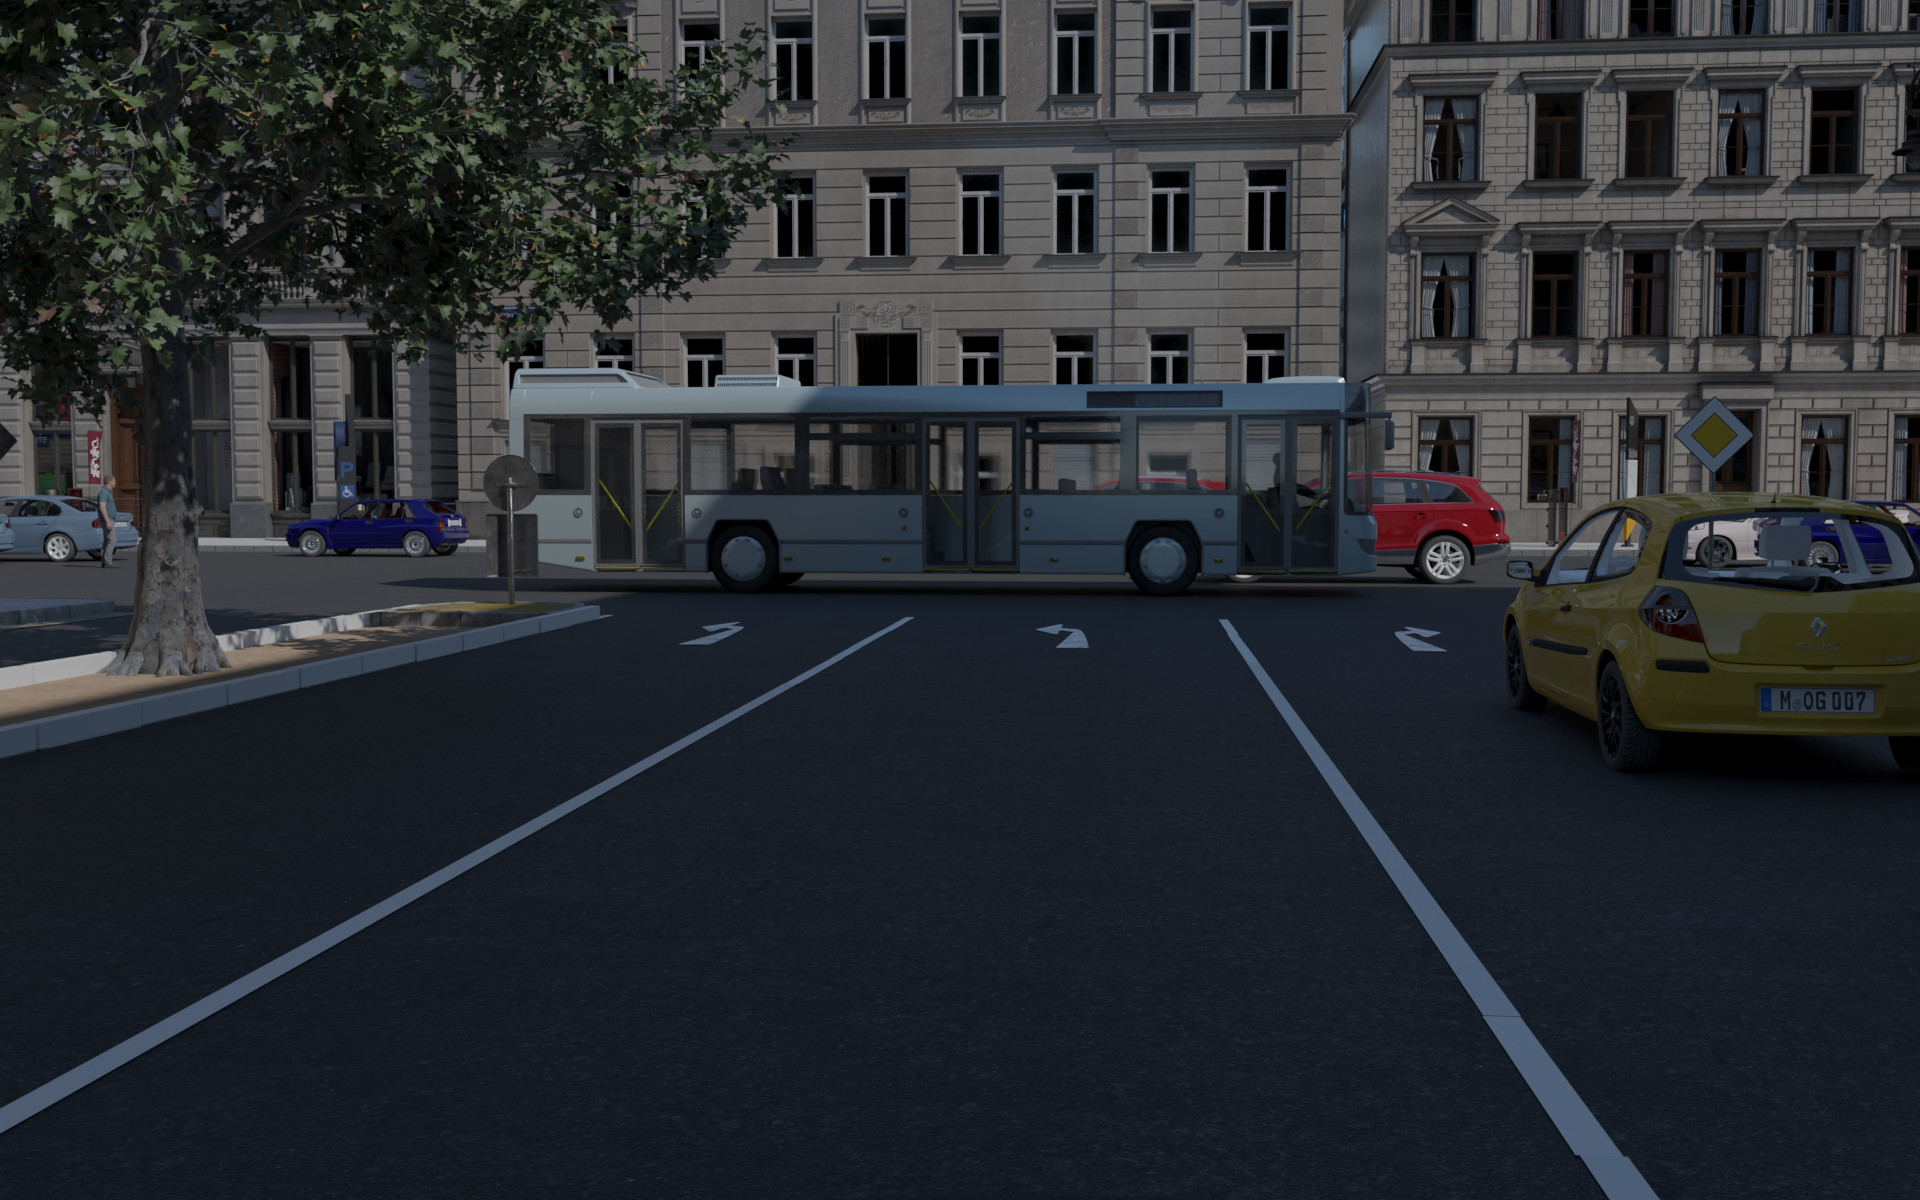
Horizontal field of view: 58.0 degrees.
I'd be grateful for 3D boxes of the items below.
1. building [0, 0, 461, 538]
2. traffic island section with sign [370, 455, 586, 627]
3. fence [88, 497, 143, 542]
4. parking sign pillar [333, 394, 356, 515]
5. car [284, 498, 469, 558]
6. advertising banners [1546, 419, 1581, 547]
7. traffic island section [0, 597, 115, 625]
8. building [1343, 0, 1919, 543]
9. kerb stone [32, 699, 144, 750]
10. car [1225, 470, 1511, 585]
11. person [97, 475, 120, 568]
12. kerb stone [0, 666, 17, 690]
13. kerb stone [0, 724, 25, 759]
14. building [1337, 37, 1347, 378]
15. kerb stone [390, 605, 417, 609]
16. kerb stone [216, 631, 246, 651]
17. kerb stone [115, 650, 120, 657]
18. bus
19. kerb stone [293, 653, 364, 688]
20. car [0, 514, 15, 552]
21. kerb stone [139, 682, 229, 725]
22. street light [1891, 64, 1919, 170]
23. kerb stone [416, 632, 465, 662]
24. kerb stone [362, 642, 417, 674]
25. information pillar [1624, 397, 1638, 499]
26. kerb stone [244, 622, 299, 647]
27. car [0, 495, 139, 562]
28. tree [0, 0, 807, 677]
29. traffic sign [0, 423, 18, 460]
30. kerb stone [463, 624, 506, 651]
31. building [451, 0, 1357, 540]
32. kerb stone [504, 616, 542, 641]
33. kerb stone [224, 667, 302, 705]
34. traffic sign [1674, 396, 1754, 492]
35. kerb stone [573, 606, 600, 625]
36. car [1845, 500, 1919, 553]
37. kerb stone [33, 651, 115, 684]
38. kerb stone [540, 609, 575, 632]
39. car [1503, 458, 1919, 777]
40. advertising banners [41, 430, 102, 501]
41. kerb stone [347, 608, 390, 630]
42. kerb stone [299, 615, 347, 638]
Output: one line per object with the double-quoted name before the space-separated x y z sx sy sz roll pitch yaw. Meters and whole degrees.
"building" -23.815 -13.808 54.634 19.941 23.489 11.050 0 4 6
"traffic island section with sign" -5.273 -0.695 19.508 2.006 1.907 1.989 0 4 6
"fence" -22.685 -2.106 45.637 2.264 1.192 0.480 -2 4 -35
"parking sign pillar" -16.348 -3.522 46.065 1.447 3.967 1.447 -1 4 -23
"car" -13.475 -1.681 40.060 3.894 1.354 1.945 0 4 7
"advertising banners" 14.502 -2.778 41.611 0.090 3.025 2.074 0 4 -1
"traffic island section" -11.163 0.148 19.861 2.009 0.180 2.903 0 4 6
"building" 20.620 -11.294 49.282 19.286 19.102 10.561 0 4 6
"kerb stone" -5.158 0.734 10.188 0.120 0.150 1.000 0 4 6
"car" 6.278 -1.211 28.472 5.304 1.827 2.281 0 4 6
"person" -16.479 -1.525 33.569 0.434 1.807 0.598 -1 4 -11
"kerb stone" -7.038 0.597 12.449 0.120 0.150 1.000 0 4 6
"kerb stone" -5.262 0.797 9.163 0.120 0.150 1.000 0 4 6
"building" 39.032 -51.423 153.441 22.319 86.520 31.000 0 4 6
"kerb stone" -6.327 0.159 19.625 0.120 0.150 1.000 0 4 6
"kerb stone" -6.731 0.415 15.516 0.120 0.150 1.000 0 4 6
"kerb stone" -6.840 0.471 14.497 0.120 0.150 1.000 0 4 6
"bus" 0.180 -1.880 25.592 13.247 3.499 2.948 0 4 7
"kerb stone" -4.860 0.547 13.257 0.120 0.150 1.000 0 4 6
"car" -21.733 -1.427 35.332 4.499 1.417 2.014 0 4 6
"kerb stone" -5.066 0.674 11.209 0.120 0.150 1.000 0 4 6
"street light" 9.806 -2.721 17.283 0.468 5.910 1.993 0 4 6
"kerb stone" -4.647 0.423 15.295 0.120 0.150 1.000 0 4 6
"kerb stone" -4.758 0.484 14.276 0.120 0.150 1.000 0 4 6
"information pillar" 16.295 -3.102 42.076 0.504 3.616 0.183 -3 5 -43
"kerb stone" -6.637 0.345 16.556 0.120 0.150 1.000 0 4 6
"car" -20.125 -1.546 37.280 4.499 1.417 2.014 0 4 4
"tree" -6.355 -5.765 13.722 9.611 12.733 9.660 0 3 0
"traffic sign" -11.139 -0.988 19.797 0.795 2.450 0.064 0 4 6
"kerb stone" -4.541 0.359 16.319 0.120 0.150 1.000 0 4 6
"building" -1.437 -15.577 51.945 25.104 27.353 12.463 0 4 6
"kerb stone" -4.444 0.296 17.348 0.120 0.150 1.000 0 4 6
"kerb stone" -4.964 0.614 12.229 0.120 0.150 1.000 0 4 6
"traffic sign" 7.759 -0.871 17.890 0.795 2.450 0.064 0 4 6
"kerb stone" -4.244 0.171 19.397 0.120 0.150 1.000 0 4 6
"car" 16.653 -1.153 31.425 3.894 1.354 1.945 0 4 6
"kerb stone" -6.949 0.536 13.478 0.120 0.150 1.000 0 4 6
"kerb stone" -4.337 0.234 18.375 0.120 0.150 1.000 0 4 6
"car" 4.377 -0.002 10.265 2.015 1.641 3.980 0 4 7
"advertising banners" -24.116 -3.116 47.137 0.090 3.025 2.074 1 4 20
"kerb stone" -6.429 0.220 18.605 0.120 0.150 1.000 0 4 6
"kerb stone" -6.536 0.283 17.575 0.120 0.150 1.000 0 4 6
